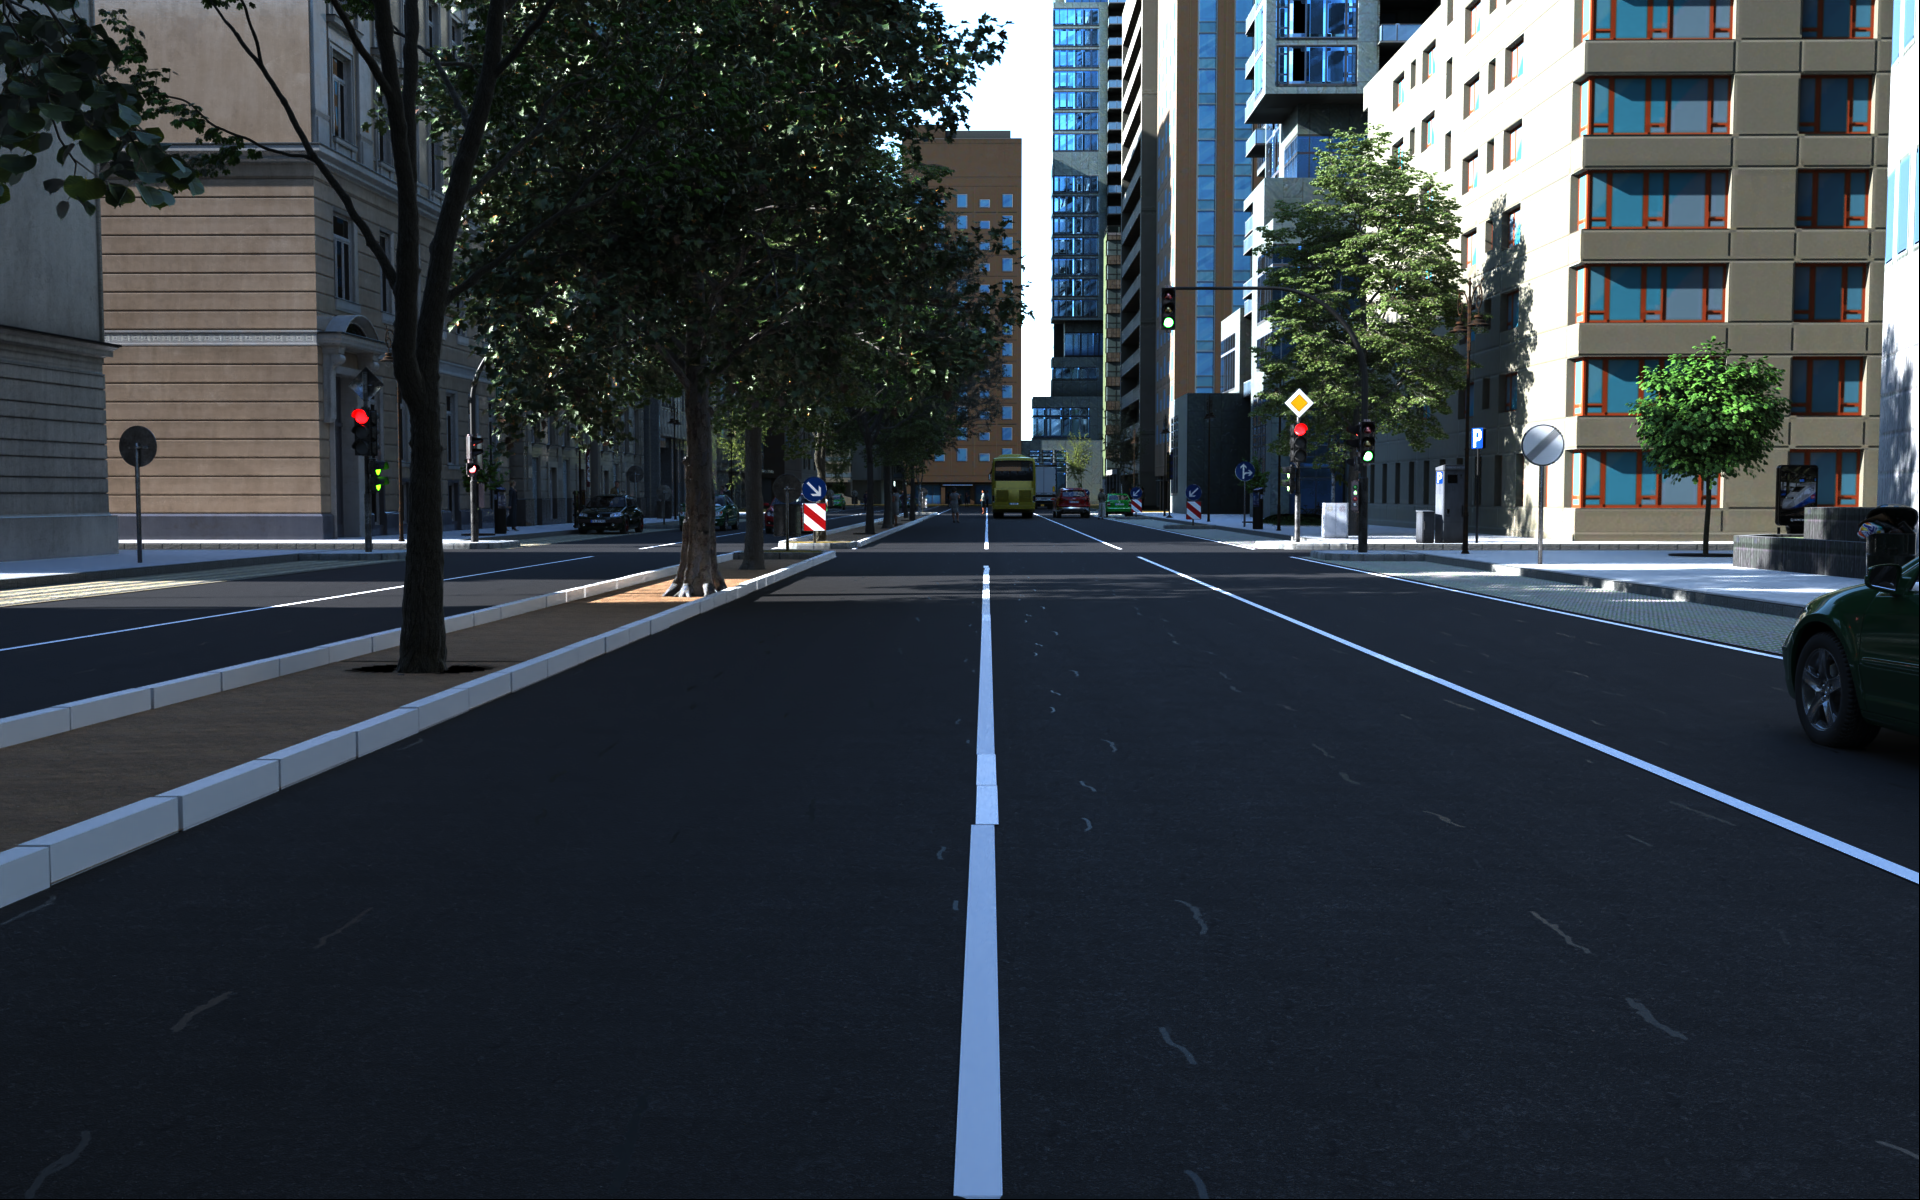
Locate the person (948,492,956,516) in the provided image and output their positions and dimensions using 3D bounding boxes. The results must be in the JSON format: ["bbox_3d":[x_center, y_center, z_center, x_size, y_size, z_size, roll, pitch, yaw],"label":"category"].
[{"bbox_3d":[-0.385,-6.362,112.697,0.728,1.800,0.709,2,4,28],"label":"person"}]

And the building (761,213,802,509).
[{"bbox_3d":[-22.266,-31.117,158.881,14.600,45.320,14.200,0,4,1],"label":"building"}]

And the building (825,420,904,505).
[{"bbox_3d":[-18.672,-32.470,222.773,23.993,40.220,32.217,0,4,1],"label":"building"}]

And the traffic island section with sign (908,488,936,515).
[{"bbox_3d":[-2.635,-6.910,121.117,2.006,1.907,1.989,0,4,1],"label":"traffic island section with sign"}]

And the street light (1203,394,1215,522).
[{"bbox_3d":[11.579,-6.588,80.494,0.468,5.910,1.993,0,4,1],"label":"street light"}]

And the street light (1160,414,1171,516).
[{"bbox_3d":[11.879,-7.801,100.341,0.468,5.910,1.993,0,4,1],"label":"street light"}]

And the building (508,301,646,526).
[{"bbox_3d":[-22.677,-17.298,80.093,12.463,27.353,25.104,0,4,1],"label":"building"}]

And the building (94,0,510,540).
[{"bbox_3d":[-23.920,-16.611,57.499,13.634,28.700,20.117,0,4,1],"label":"building"}]

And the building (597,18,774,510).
[{"bbox_3d":[-27.724,-31.618,136.563,23.786,49.044,30.456,0,4,1],"label":"building"}]

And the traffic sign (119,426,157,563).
[{"bbox_3d":[-15.327,-1.969,32.293,0.768,2.556,0.104,1,4,9],"label":"traffic sign"}]

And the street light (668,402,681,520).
[{"bbox_3d":[-14.338,-6.993,87.116,0.468,5.910,1.993,0,4,1],"label":"street light"}]

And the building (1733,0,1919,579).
[{"bbox_3d":[23.169,-29.102,17.812,21.231,58.520,28.212,0,4,1],"label":"building"}]

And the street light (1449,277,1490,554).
[{"bbox_3d":[10.876,-3.934,37.107,0.468,5.910,1.993,0,4,1],"label":"street light"}]

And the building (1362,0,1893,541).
[{"bbox_3d":[31.375,-13.148,60.013,28.899,21.520,27.650,0,4,1],"label":"building"}]

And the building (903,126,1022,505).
[{"bbox_3d":[0.330,-34.429,213.032,14.200,45.320,14.600,0,4,1],"label":"building"}]

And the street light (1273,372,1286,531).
[{"bbox_3d":[11.195,-5.374,60.649,0.468,5.910,1.993,0,4,1],"label":"street light"}]

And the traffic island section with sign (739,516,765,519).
[{"bbox_3d":[-11.882,-5.560,99.537,1.989,1.847,2.006,0,4,1],"label":"traffic island section with sign"}]

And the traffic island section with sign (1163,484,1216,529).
[{"bbox_3d":[9.396,-3.824,71.154,1.989,1.847,2.006,0,4,1],"label":"traffic island section with sign"}]

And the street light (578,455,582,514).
[{"bbox_3d":[-14.756,-5.774,67.191,0.468,5.910,1.993,0,4,1],"label":"street light"}]

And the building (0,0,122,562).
[{"bbox_3d":[-27.172,-10.236,31.986,19.286,19.102,10.561,0,4,1],"label":"building"}]

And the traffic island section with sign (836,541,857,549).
[{"bbox_3d":[-3.797,-2.315,45.987,2.006,1.907,1.989,0,4,1],"label":"traffic island section with sign"}]

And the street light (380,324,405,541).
[{"bbox_3d":[-15.158,-4.528,46.828,0.468,5.910,1.993,0,4,1],"label":"street light"}]

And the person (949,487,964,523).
[{"bbox_3d":[-0.167,-4.763,86.738,0.716,1.782,0.532,0,4,8],"label":"person"}]

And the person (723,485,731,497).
[{"bbox_3d":[-11.590,-4.758,85.661,0.474,1.900,0.648,-3,4,-36],"label":"person"}]

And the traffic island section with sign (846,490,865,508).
[{"bbox_3d":[-10.684,-10.277,176.656,1.989,1.847,2.006,0,4,1],"label":"traffic island section with sign"}]

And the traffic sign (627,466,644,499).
[{"bbox_3d":[-14.487,-4.720,77.282,0.768,2.556,0.104,0,4,6],"label":"traffic sign"}]

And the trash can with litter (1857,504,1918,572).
[{"bbox_3d":[10.507,-0.509,19.706,0.624,1.170,1.055,1,4,23],"label":"trash can with litter"}]

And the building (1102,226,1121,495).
[{"bbox_3d":[22.397,-25.448,187.774,14.160,30.474,14.107,0,4,1],"label":"building"}]

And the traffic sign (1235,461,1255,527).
[{"bbox_3d":[11.124,-4.130,67.638,0.768,2.556,0.104,0,4,5],"label":"traffic sign"}]

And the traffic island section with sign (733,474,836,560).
[{"bbox_3d":[-3.922,-1.862,38.581,2.006,1.907,1.989,0,4,1],"label":"traffic island section with sign"}]

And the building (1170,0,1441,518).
[{"bbox_3d":[25.576,-48.342,103.058,22.319,86.520,31.000,0,4,1],"label":"building"}]

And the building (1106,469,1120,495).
[{"bbox_3d":[25.385,-44.704,169.156,20.563,71.187,20.611,0,4,1],"label":"building"}]

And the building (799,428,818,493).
[{"bbox_3d":[-30.026,-20.611,182.022,28.899,21.520,27.650,0,4,1],"label":"building"}]

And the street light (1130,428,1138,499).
[{"bbox_3d":[12.150,-9.051,120.769,0.468,5.910,1.993,0,4,1],"label":"street light"}]

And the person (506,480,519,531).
[{"bbox_3d":[-15.686,-3.307,60.533,0.534,1.772,0.576,-2,4,-35],"label":"person"}]

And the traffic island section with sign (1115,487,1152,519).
[{"bbox_3d":[9.817,-5.473,98.106,1.989,1.847,2.006,0,4,1],"label":"traffic island section with sign"}]

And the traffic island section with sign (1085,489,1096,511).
[{"bbox_3d":[10.599,-8.527,148.041,1.989,1.847,2.006,0,4,1],"label":"traffic island section with sign"}]

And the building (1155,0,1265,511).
[{"bbox_3d":[22.445,-29.399,130.785,14.600,45.320,14.200,0,4,1],"label":"building"}]

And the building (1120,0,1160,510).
[{"bbox_3d":[25.302,-32.115,148.780,21.300,48.544,21.600,0,4,1],"label":"building"}]

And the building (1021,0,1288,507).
[{"bbox_3d":[22.999,-55.253,216.061,31.000,86.520,22.319,0,4,1],"label":"building"}]

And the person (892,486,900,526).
[{"bbox_3d":[-2.900,-4.133,76.433,0.532,1.782,0.716,1,4,23],"label":"person"}]

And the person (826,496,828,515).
[{"bbox_3d":[-9.313,-6.588,120.468,0.306,1.304,0.590,0,4,4],"label":"person"}]

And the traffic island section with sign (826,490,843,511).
[{"bbox_3d":[-11.121,-8.579,148.891,1.989,1.847,2.006,0,4,1],"label":"traffic island section with sign"}]

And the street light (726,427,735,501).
[{"bbox_3d":[-14.144,-8.222,107.217,0.468,5.910,1.993,0,4,1],"label":"street light"}]

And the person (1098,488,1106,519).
[{"bbox_3d":[8.079,-5.456,98.259,0.519,1.759,0.362,2,4,28],"label":"person"}]

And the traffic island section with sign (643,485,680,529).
[{"bbox_3d":[-12.314,-3.867,71.861,1.989,1.847,2.006,0,4,1],"label":"traffic island section with sign"}]

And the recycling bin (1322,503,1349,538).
[{"bbox_3d":[10.920,-2.317,50.435,0.722,1.027,0.722,1,4,9],"label":"recycling bin"}]

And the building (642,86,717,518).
[{"bbox_3d":[-22.036,-17.408,102.639,12.078,24.808,19.932,0,4,1],"label":"building"}]

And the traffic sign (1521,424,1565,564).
[{"bbox_3d":[10.593,-1.923,31.554,0.768,2.556,0.104,0,4,7],"label":"traffic sign"}]

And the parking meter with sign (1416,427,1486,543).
[{"bbox_3d":[12.831,-3.003,45.364,1.738,3.016,0.543,-1,4,-15],"label":"parking meter with sign"}]
